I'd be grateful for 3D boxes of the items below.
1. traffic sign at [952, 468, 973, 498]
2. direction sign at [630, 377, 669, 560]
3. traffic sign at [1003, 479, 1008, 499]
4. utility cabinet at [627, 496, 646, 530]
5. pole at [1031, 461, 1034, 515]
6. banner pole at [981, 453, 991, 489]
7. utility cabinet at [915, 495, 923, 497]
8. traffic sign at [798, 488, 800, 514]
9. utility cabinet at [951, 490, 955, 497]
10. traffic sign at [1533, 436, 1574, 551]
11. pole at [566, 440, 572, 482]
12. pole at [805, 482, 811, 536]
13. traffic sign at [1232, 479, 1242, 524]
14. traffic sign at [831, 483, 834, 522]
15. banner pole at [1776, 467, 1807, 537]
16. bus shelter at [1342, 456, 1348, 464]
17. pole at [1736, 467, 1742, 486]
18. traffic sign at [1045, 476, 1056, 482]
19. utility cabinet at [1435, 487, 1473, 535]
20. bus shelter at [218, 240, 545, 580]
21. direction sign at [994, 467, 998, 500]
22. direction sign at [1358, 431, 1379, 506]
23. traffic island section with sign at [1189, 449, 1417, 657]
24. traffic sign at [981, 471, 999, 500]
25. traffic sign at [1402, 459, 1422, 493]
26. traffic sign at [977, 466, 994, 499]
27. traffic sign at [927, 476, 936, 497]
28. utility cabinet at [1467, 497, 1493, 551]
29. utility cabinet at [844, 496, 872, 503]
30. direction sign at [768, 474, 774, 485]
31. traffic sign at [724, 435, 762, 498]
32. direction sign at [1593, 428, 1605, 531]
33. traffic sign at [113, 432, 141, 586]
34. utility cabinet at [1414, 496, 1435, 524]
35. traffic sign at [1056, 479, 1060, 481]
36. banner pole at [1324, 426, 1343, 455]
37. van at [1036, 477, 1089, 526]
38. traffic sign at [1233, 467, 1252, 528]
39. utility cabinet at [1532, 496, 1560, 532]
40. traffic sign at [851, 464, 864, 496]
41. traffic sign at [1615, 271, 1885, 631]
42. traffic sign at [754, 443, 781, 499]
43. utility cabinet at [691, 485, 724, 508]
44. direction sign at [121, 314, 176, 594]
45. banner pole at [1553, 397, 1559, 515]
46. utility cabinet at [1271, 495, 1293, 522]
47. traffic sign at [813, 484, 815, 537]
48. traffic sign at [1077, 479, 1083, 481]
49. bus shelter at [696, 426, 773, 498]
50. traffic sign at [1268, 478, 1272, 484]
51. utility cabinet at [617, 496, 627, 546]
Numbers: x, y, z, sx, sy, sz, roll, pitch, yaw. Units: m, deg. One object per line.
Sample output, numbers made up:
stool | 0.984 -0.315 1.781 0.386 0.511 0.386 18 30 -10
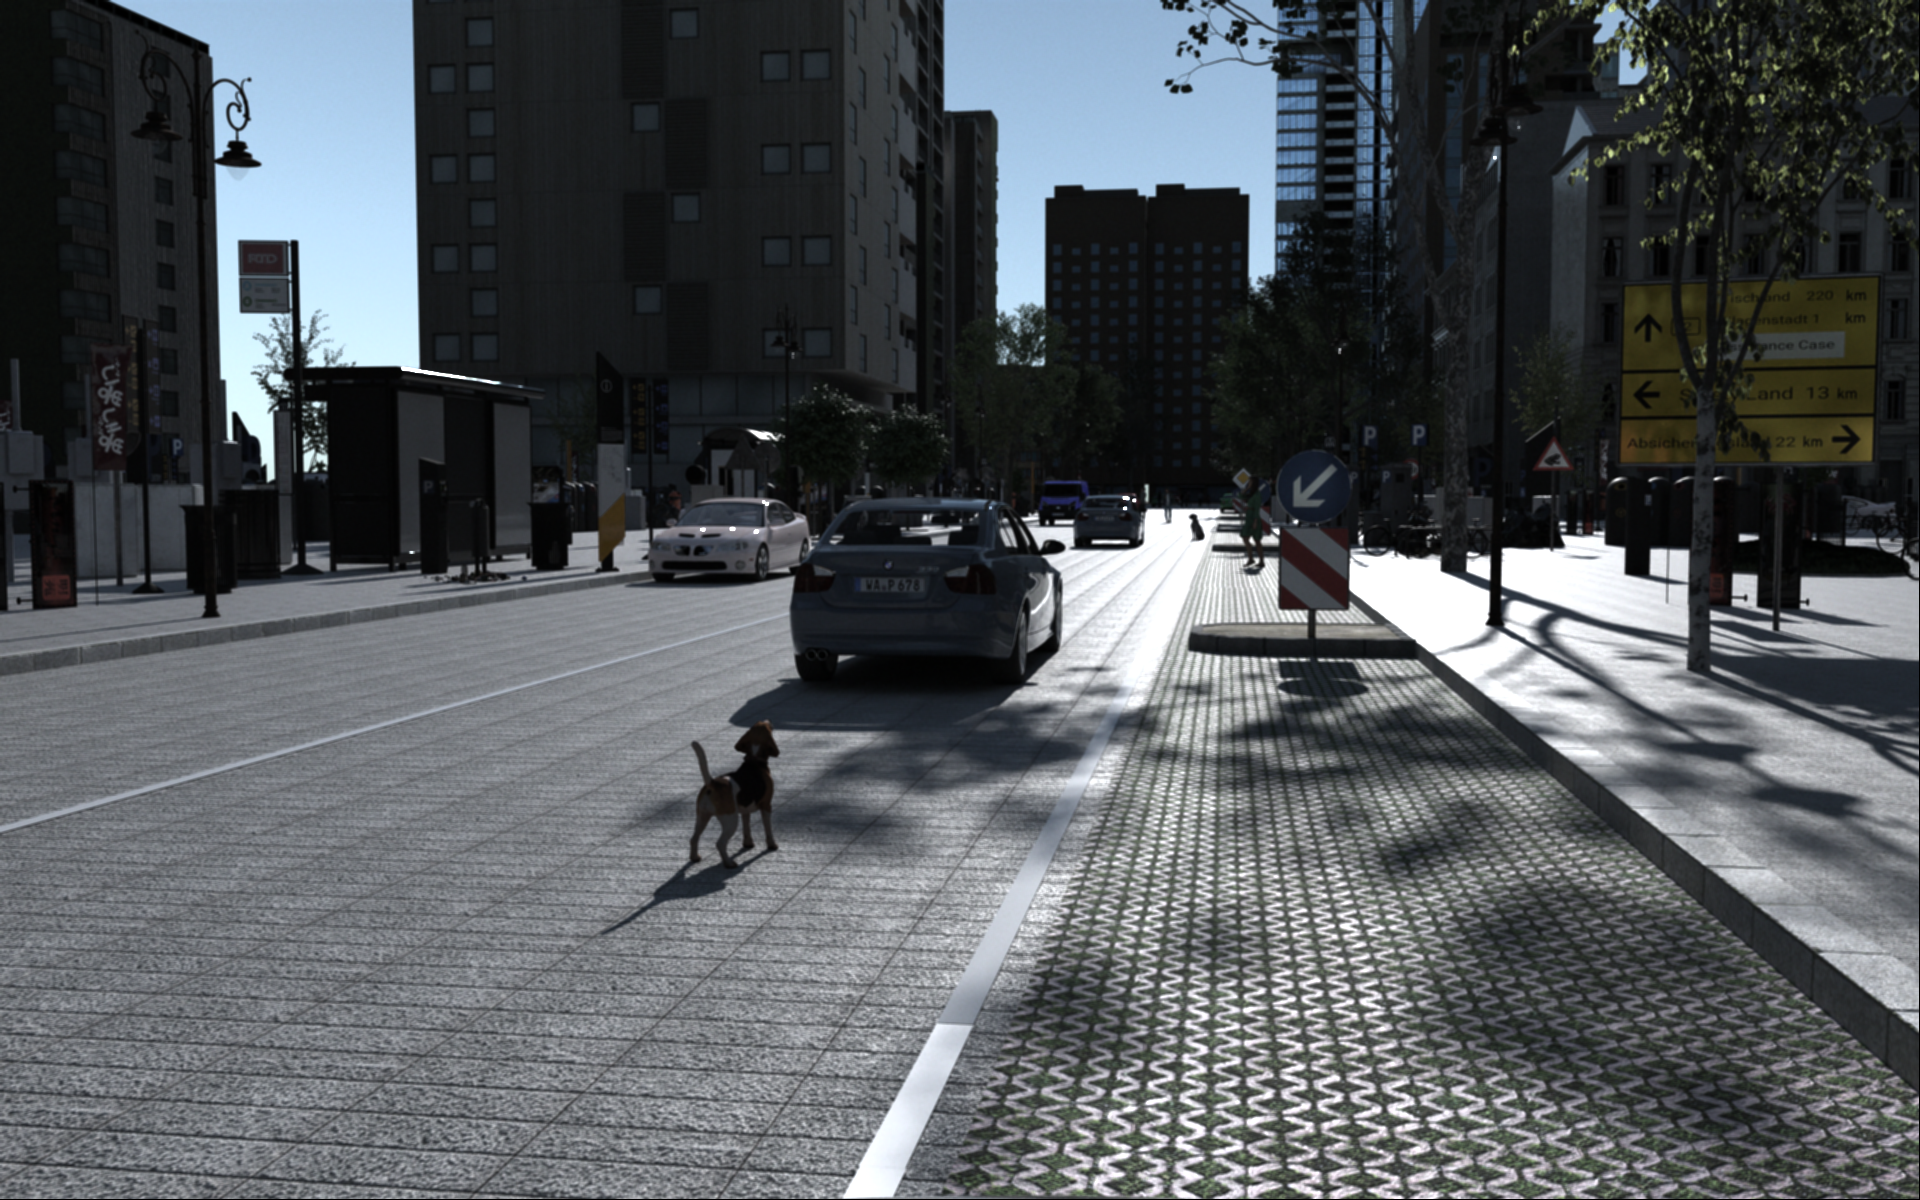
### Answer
traffic sign | 0.089 -3.884 67.141 0.795 2.450 0.064 1 4 9
direction sign | -6.060 -2.563 33.902 0.379 3.537 0.876 3 5 45
traffic sign | 3.143 -7.255 119.806 0.795 2.450 0.064 1 4 18
utility cabinet | -11.639 -3.092 61.712 1.020 1.237 0.306 3 4 37
pole | 4.536 -6.994 108.199 0.158 3.312 0.155 0 3 0
banner pole | 1.583 -6.845 101.934 0.863 3.779 0.401 -1 4 -19
utility cabinet | -2.229 -5.028 93.369 0.306 1.237 1.020 1 4 14
traffic sign | -4.826 -3.169 51.916 0.768 2.556 0.104 1 4 10
utility cabinet | -0.122 -5.957 106.083 0.318 1.500 1.173 -3 4 -38
traffic sign | 13.293 -2.375 38.841 0.884 2.594 0.081 1 4 14
pole | -14.680 -4.357 65.073 0.158 3.312 0.155 0 3 0
pole | -4.626 -3.598 52.678 0.158 3.312 0.155 0 3 0
traffic sign | 11.919 -4.266 73.388 0.795 2.450 0.064 1 4 9
traffic sign | -3.864 -3.201 52.436 0.768 2.556 0.104 1 4 12
banner pole | 20.519 -3.213 42.555 0.863 3.779 0.401 2 4 35
bus shelter | 22.122 -6.857 103.388 1.731 3.624 6.357 1 4 9
pole | 34.374 -5.052 76.449 0.158 3.312 0.155 0 3 0
traffic sign | 6.323 -7.420 121.430 0.768 2.556 0.104 1 4 10
utility cabinet | 15.489 -2.792 54.330 1.173 1.500 0.318 -1 4 -18
bus shelter | -9.918 -3.203 29.998 2.179 5.291 8.768 1 4 9
direction sign | 2.970 -9.261 143.411 0.379 3.537 0.876 -1 4 -15
direction sign | 14.638 -4.291 62.163 0.876 3.537 0.379 -2 4 -23
traffic island section with sign | 3.156 -0.462 16.182 1.989 1.847 2.006 1 4 9
traffic sign | 1.302 -4.366 75.033 0.795 2.450 0.064 1 4 9
traffic sign | 16.246 -3.815 62.476 0.768 2.556 0.104 1 4 17
traffic sign | 1.152 -4.757 77.889 0.768 2.556 0.104 1 4 10
traffic sign | -1.543 -5.140 84.138 0.768 2.556 0.104 1 4 13
utility cabinet | 11.777 -1.724 39.353 0.306 1.237 1.020 -1 4 -10
utility cabinet | -3.798 -3.261 64.476 1.020 1.237 0.306 0 4 -5
direction sign | -9.538 -5.859 87.793 0.876 3.537 0.379 -2 4 -29
traffic sign | -4.741 -2.313 37.816 0.884 2.594 0.081 1 4 13
direction sign | 21.952 -4.128 59.492 0.379 3.537 0.876 0 4 0
traffic sign | -11.725 -1.467 24.093 0.768 2.556 0.104 1 4 14
utility cabinet | 19.854 -3.819 73.607 1.020 1.237 0.306 0 4 -2
traffic sign | 8.384 -9.069 148.376 0.768 2.556 0.104 1 4 17
banner pole | 13.703 -4.491 63.444 0.863 3.779 0.401 2 4 27
van | 4.825 -4.611 79.774 2.240 2.365 5.245 1 4 10
traffic sign | 10.706 -3.783 65.495 0.795 2.450 0.064 1 4 9
utility cabinet | 18.998 -2.754 56.192 0.306 1.237 1.020 -1 4 -19
traffic sign | -4.133 -4.119 67.444 0.768 2.556 0.104 1 4 14
traffic sign | 7.358 -1.369 16.261 2.265 3.308 0.079 1 4 18
traffic sign | -4.821 -2.627 43.055 0.768 2.556 0.104 1 4 18
utility cabinet | -5.995 -1.991 41.238 0.318 1.500 1.173 -2 4 -35
direction sign | -10.517 -1.855 22.333 0.379 3.537 0.876 0 4 2
banner pole | 15.505 -3.374 45.182 0.401 3.779 0.863 1 4 12
utility cabinet | 14.677 -4.144 78.916 1.020 1.237 0.306 -2 4 -24
traffic sign | -4.339 -3.147 51.462 0.884 2.594 0.081 1 4 16
traffic sign | 9.866 -8.729 142.829 0.768 2.556 0.104 1 4 13
bus shelter | -6.489 -3.712 54.612 2.014 3.302 5.546 1 4 9
traffic sign | 24.061 -8.195 133.995 0.884 2.594 0.081 1 4 12
utility cabinet | -8.569 -1.932 42.742 0.306 1.237 1.020 0 4 5
